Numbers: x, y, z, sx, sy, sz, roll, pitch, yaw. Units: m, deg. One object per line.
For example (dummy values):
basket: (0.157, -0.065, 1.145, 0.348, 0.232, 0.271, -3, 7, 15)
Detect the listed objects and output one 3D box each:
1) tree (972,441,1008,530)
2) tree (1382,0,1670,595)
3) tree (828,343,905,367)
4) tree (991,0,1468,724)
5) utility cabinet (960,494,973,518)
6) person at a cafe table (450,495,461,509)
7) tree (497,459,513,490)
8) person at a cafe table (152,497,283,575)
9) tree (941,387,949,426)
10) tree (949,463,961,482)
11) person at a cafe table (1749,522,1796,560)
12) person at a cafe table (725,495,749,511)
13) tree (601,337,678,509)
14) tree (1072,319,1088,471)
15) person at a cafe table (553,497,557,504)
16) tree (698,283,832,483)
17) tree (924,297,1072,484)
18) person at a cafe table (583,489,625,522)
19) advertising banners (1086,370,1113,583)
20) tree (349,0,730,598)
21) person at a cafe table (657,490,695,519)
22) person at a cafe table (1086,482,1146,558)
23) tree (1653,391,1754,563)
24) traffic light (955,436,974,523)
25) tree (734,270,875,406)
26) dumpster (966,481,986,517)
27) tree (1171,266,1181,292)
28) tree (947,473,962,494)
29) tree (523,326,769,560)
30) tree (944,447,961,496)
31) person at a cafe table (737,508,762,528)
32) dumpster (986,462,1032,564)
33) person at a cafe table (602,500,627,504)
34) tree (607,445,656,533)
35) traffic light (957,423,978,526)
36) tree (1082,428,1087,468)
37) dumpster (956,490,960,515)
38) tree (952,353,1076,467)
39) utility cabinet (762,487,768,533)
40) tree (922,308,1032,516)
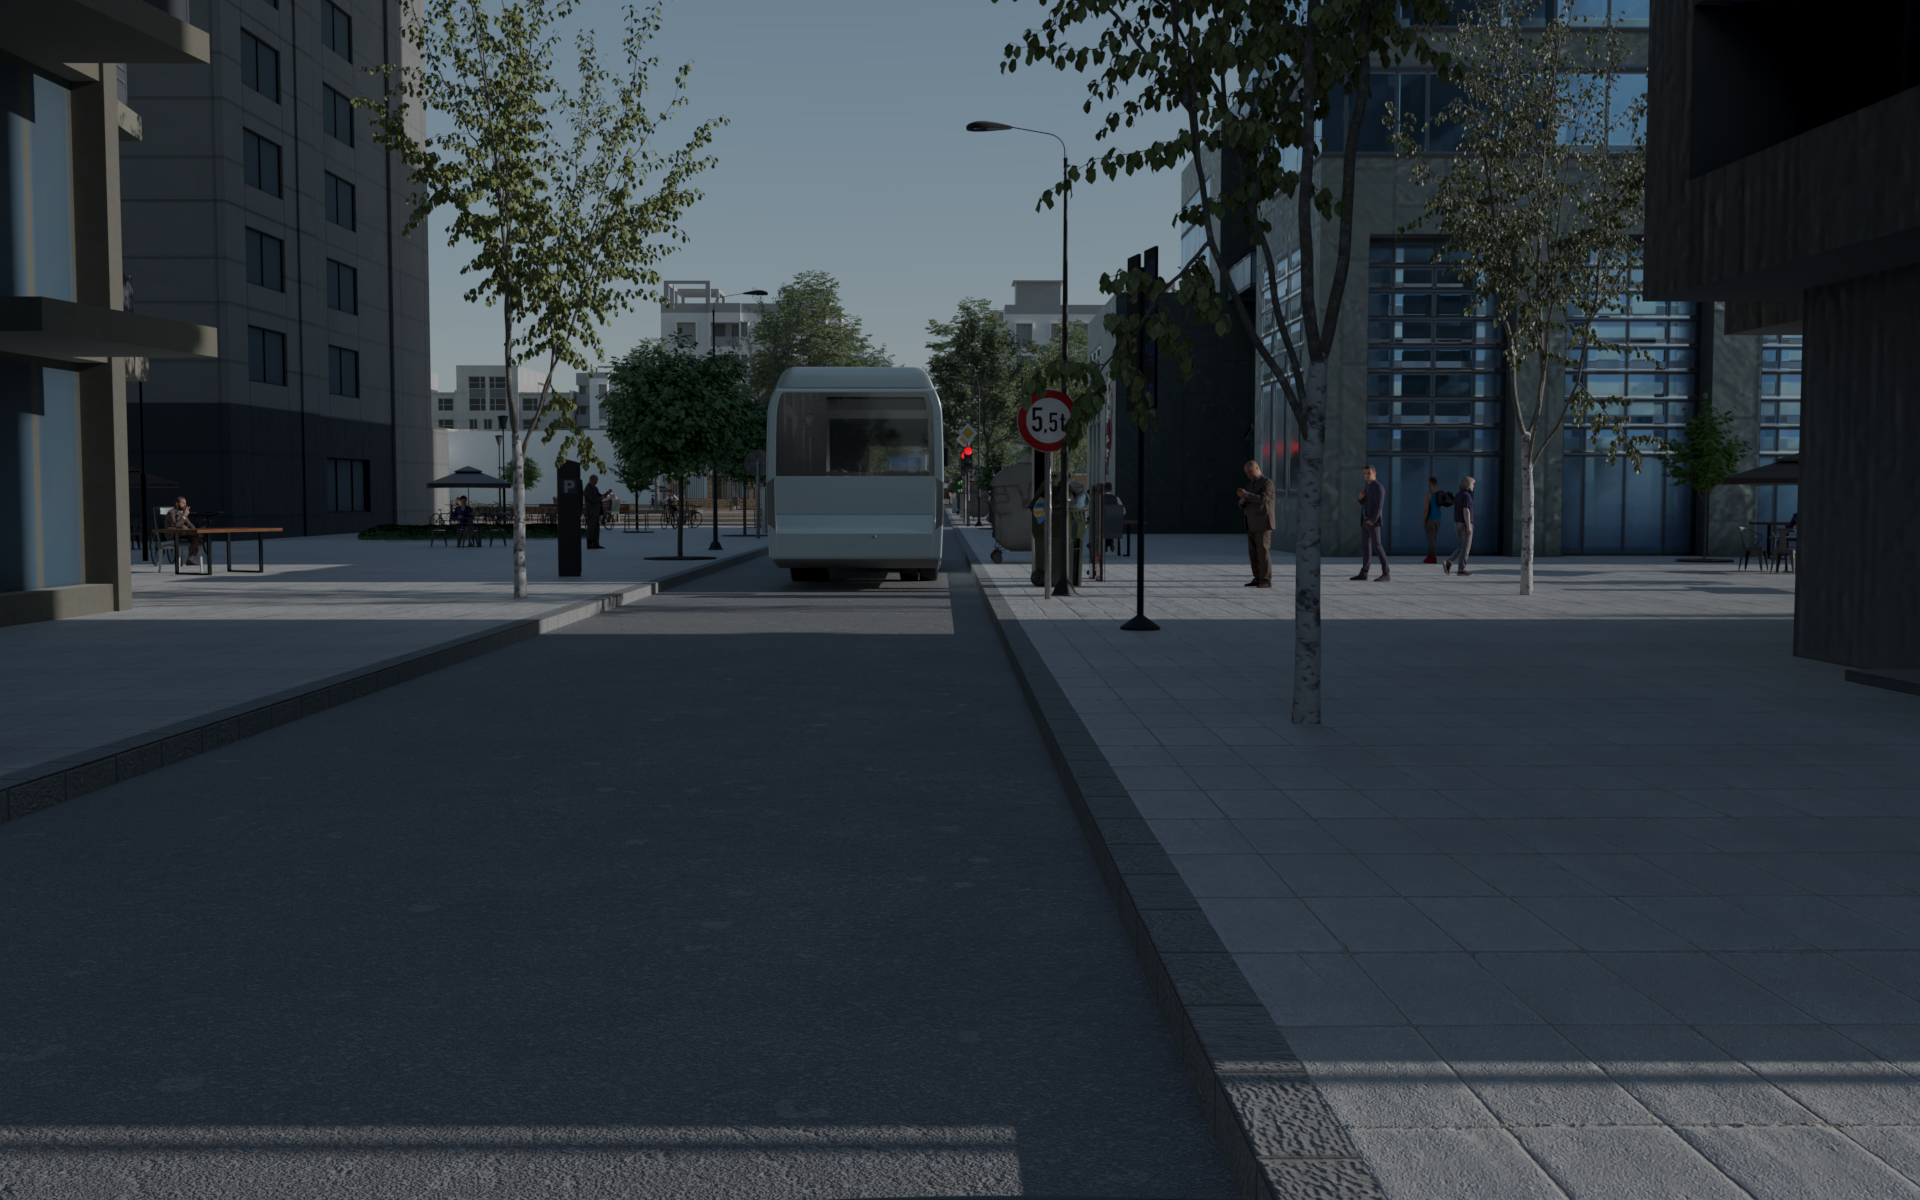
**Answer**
tree: (1.283, -4.173, 62.827, 1.663, 3.219, 1.824, 0, 3, 0)
tree: (7.199, -4.354, 21.546, 4.360, 8.622, 3.978, 0, 3, 0)
tree: (-7.793, -14.595, 145.284, 9.857, 13.997, 8.962, 0, 3, 0)
tree: (1.830, -3.627, 9.669, 4.737, 8.622, 4.395, 0, 3, 0)
utility cabinet: (0.354, -5.100, 92.070, 0.318, 1.500, 1.173, 1, 4, 20)
person at a cafe table: (-44.029, -8.562, 150.850, 1.698, 1.238, 1.726, 2, 4, 33)
tree: (-32.592, -8.886, 128.995, 4.285, 4.588, 4.351, 0, 3, 0)
person at a cafe table: (-12.272, -1.052, 28.057, 1.726, 1.238, 1.698, 2, 4, 25)
tree: (0.938, -12.820, 135.367, 9.928, 11.665, 9.643, 0, 3, 0)
tree: (0.684, -10.666, 158.096, 4.285, 4.588, 4.351, 0, 3, 0)
person at a cafe table: (16.606, -1.397, 33.707, 1.698, 1.238, 1.726, 0, 4, -1)
person at a cafe table: (-17.062, -7.432, 132.375, 1.698, 1.238, 1.726, 0, 4, 1)
tree: (-22.497, -12.700, 125.778, 7.486, 12.596, 7.792, 0, 3, 0)
tree: (6.941, -11.854, 111.939, 7.486, 12.596, 7.792, 0, 3, 0)
person at a cafe table: (-32.464, -8.004, 141.720, 1.726, 1.238, 1.698, 1, 4, 19)
tree: (-6.555, -6.695, 59.827, 4.360, 8.622, 3.978, 0, 3, 0)
tree: (0.889, -11.107, 99.727, 7.486, 12.596, 7.792, 0, 3, 0)
person at a cafe table: (-16.233, -4.351, 79.654, 1.698, 1.524, 1.622, -3, 5, -44)
advertising banners: (2.050, -1.788, 25.428, 0.090, 3.025, 2.074, 0, 4, -4)
tree: (-5.196, -4.328, 21.132, 4.737, 8.622, 4.395, 0, 3, 0)
person at a cafe table: (-15.037, -5.041, 90.933, 1.698, 1.524, 1.622, -2, 4, -33)
person at a cafe table: (2.938, -1.645, 35.407, 1.698, 1.524, 1.622, -1, 4, -11)
tree: (13.965, -2.333, 32.743, 1.663, 3.219, 1.824, 0, 3, 0)
traffic light: (0.194, -5.363, 76.599, 0.839, 4.253, 0.868, 0, 4, -1)
tree: (-7.856, -10.408, 88.292, 7.486, 12.596, 7.792, 0, 3, 0)
dumpster: (0.824, -4.473, 78.894, 1.264, 1.857, 1.865, 0, 4, -1)
tree: (13.428, -10.898, 84.831, 9.857, 13.997, 8.962, 0, 3, 0)
tree: (-0.060, -9.172, 144.563, 1.663, 3.219, 1.824, 0, 3, 0)
tree: (-5.557, -3.072, 33.933, 4.285, 4.588, 4.351, 0, 3, 0)
tree: (-0.582, -15.389, 201.966, 4.360, 8.622, 3.978, 0, 3, 0)
person at a cafe table: (-7.438, -3.529, 66.207, 1.622, 1.524, 1.698, 1, 4, 17)
dumpster: (1.191, -1.630, 32.417, 1.264, 1.857, 1.865, 0, 4, -1)
person at a cafe table: (-26.945, -7.552, 134.330, 1.726, 1.238, 1.698, 0, 4, 8)
tree: (-10.582, -3.833, 57.275, 1.663, 3.219, 1.824, 0, 3, 0)
traffic light: (0.299, -4.874, 68.615, 0.839, 4.253, 0.868, 0, 4, -1)
tree: (13.806, -13.668, 140.480, 9.611, 12.733, 9.660, 0, 3, 0)
dumpster: (0.380, -6.284, 108.495, 1.264, 1.857, 1.865, 0, 4, -1)
tree: (5.993, -12.117, 123.873, 9.928, 11.665, 9.643, 0, 3, 0)
utility cabinet: (-5.813, -2.902, 56.119, 1.173, 1.500, 0.318, -2, 4, -27)
tree: (1.227, -9.354, 87.345, 7.601, 10.594, 8.767, 0, 4, 5)
